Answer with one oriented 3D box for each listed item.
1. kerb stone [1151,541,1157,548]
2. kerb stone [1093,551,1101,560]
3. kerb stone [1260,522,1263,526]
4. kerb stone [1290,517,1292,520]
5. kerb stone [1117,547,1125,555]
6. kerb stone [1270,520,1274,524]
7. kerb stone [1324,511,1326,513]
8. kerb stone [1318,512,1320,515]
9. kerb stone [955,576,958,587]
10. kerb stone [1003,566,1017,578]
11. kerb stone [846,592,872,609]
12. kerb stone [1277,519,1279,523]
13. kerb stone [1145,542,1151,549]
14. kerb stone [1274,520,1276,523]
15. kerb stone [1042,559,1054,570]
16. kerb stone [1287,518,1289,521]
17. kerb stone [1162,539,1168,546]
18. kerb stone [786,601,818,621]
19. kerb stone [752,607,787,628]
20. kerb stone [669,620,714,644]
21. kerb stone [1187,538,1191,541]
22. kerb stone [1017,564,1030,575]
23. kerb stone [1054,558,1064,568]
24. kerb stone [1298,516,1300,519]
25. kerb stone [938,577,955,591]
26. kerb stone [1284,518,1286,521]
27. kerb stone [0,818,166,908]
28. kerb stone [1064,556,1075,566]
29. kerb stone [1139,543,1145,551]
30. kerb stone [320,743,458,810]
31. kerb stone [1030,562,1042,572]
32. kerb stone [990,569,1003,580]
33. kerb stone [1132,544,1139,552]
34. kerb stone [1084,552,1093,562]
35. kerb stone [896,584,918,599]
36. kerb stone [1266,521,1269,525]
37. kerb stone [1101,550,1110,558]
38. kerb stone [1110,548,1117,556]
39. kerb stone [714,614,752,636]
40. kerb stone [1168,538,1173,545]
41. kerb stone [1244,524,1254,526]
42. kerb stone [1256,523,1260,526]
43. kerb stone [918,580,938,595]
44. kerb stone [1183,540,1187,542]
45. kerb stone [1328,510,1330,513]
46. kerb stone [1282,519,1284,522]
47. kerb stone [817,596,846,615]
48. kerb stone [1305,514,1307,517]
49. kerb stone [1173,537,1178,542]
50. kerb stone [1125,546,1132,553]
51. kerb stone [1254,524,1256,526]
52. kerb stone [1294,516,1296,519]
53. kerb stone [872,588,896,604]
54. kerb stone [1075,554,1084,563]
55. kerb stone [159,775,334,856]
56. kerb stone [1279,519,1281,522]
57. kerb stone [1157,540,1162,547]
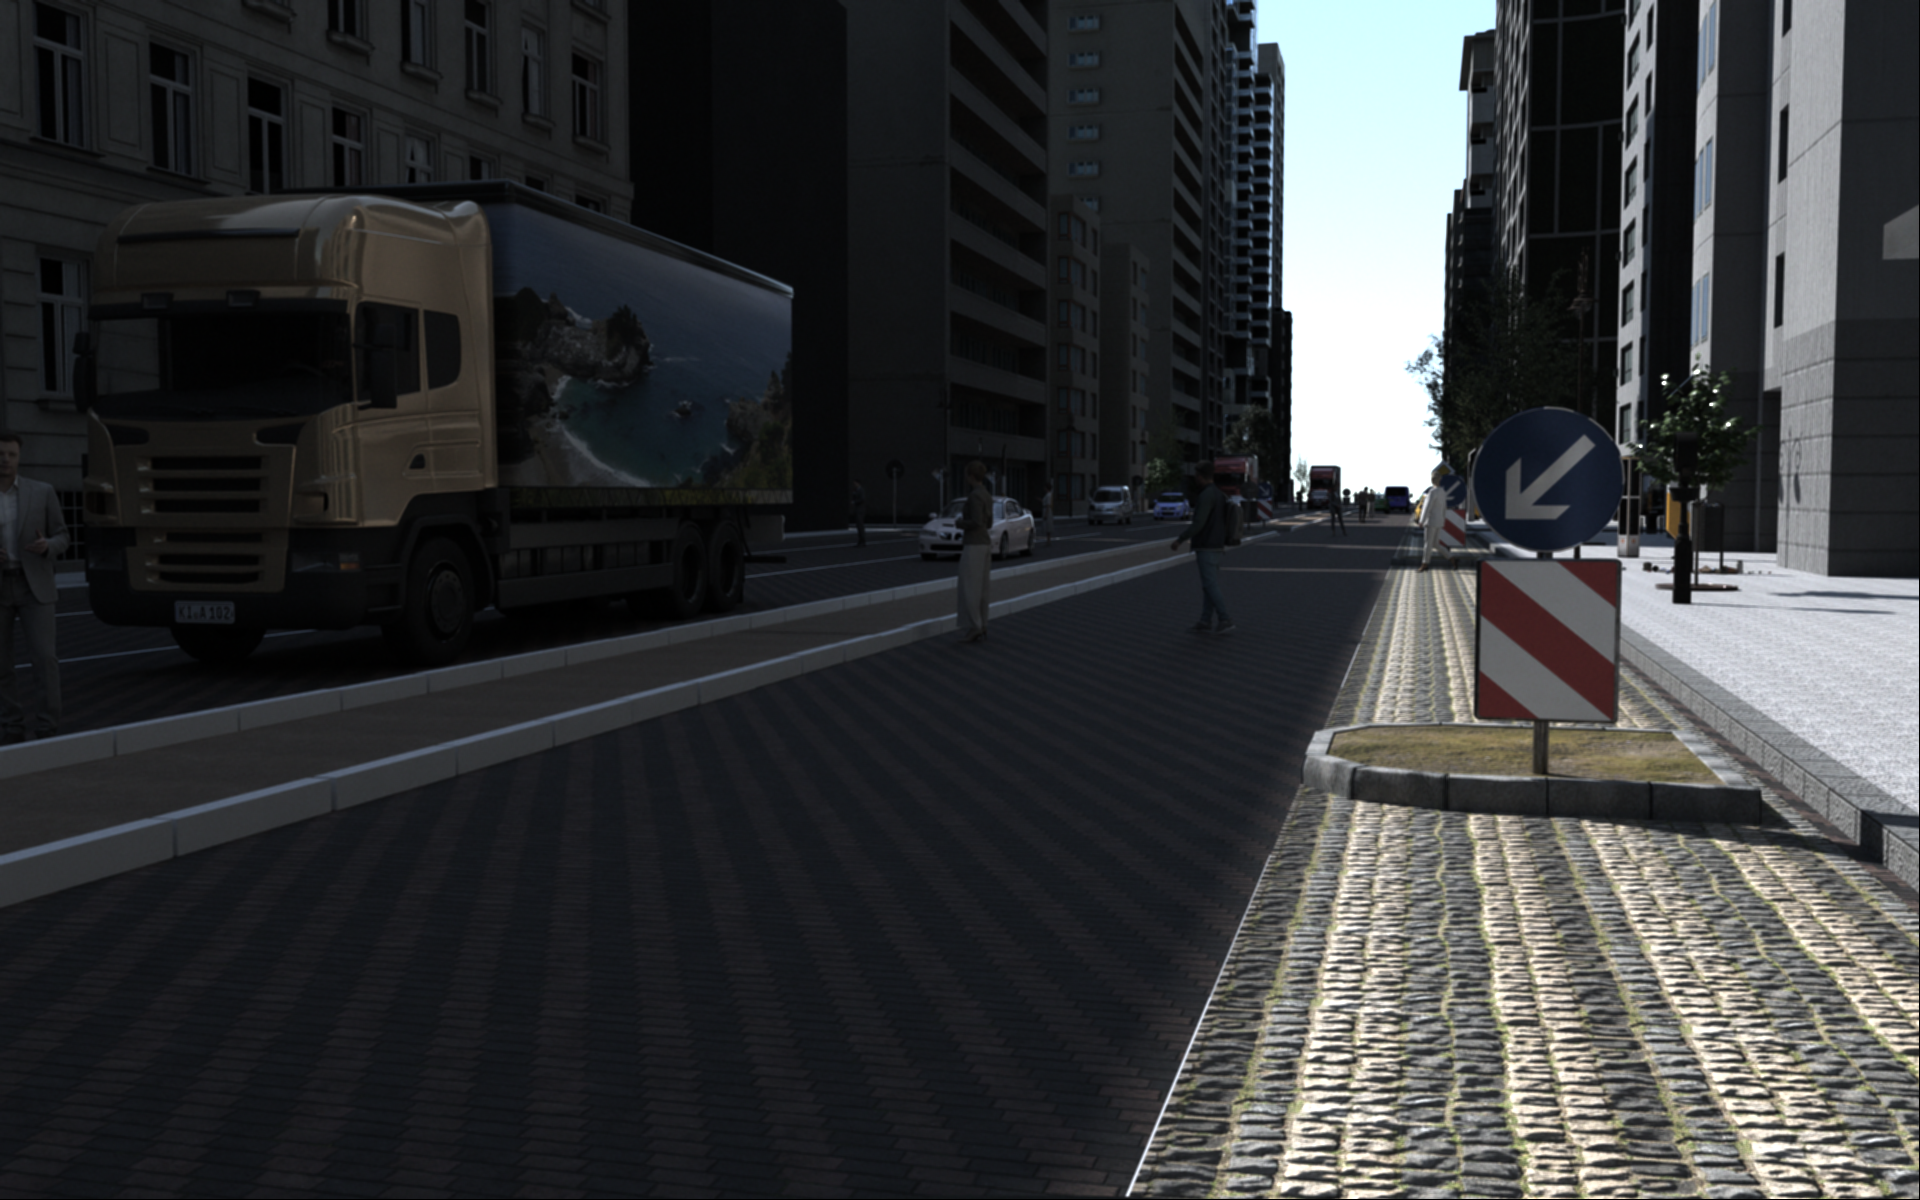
[{"bbox_3d":[4.988,-1.431,45.589,0.120,0.150,1.000,1,4,15],"label":"kerb stone"},{"bbox_3d":[2.872,-0.945,37.652,0.120,0.150,1.000,1,4,15],"label":"kerb stone"},{"bbox_3d":[13.022,-3.277,75.775,0.120,0.150,1.000,1,4,15],"label":"kerb stone"},{"bbox_3d":[17.498,-4.306,92.599,0.120,0.150,1.000,1,4,15],"label":"kerb stone"},{"bbox_3d":[3.667,-1.127,40.630,0.120,0.150,1.000,1,4,15],"label":"kerb stone"},{"bbox_3d":[14.592,-3.640,81.712,0.120,0.150,1.000,1,4,15],"label":"kerb stone"},{"bbox_3d":[26.211,-6.301,125.336,0.120,0.150,1.000,1,4,15],"label":"kerb stone"},{"bbox_3d":[24.359,-5.885,118.413,0.120,0.150,1.000,1,4,15],"label":"kerb stone"},{"bbox_3d":[-0.028,-0.279,26.763,0.120,0.150,1.000,1,4,15],"label":"kerb stone"},{"bbox_3d":[0.759,-0.459,29.728,0.120,0.150,1.000,1,4,15],"label":"kerb stone"},{"bbox_3d":[-1.354,0.024,21.802,0.120,0.150,1.000,1,4,15],"label":"kerb stone"},{"bbox_3d":[15.393,-3.820,84.675,0.120,0.150,1.000,1,4,15],"label":"kerb stone"},{"bbox_3d":[4.721,-1.370,44.595,0.120,0.150,1.000,1,4,15],"label":"kerb stone"},{"bbox_3d":[14.858,-3.701,82.702,0.120,0.150,1.000,1,4,15],"label":"kerb stone"},{"bbox_3d":[1.559,-0.643,32.702,0.120,0.150,1.000,1,4,15],"label":"kerb stone"},{"bbox_3d":[16.973,-4.182,90.621,0.120,0.150,1.000,1,4,15],"label":"kerb stone"},{"bbox_3d":[5.513,-1.551,47.565,0.120,0.150,1.000,1,4,15],"label":"kerb stone"},{"bbox_3d":[-1.876,0.145,19.825,0.120,0.150,1.000,1,4,15],"label":"kerb stone"},{"bbox_3d":[-2.140,0.210,18.835,0.120,0.150,1.000,1,4,15],"label":"kerb stone"},{"bbox_3d":[-2.672,0.327,16.850,0.120,0.150,1.000,1,4,15],"label":"kerb stone"},{"bbox_3d":[6.824,-1.853,52.515,0.120,0.150,1.000,1,4,15],"label":"kerb stone"},{"bbox_3d":[1.027,-0.515,30.715,0.120,0.150,1.000,1,4,15],"label":"kerb stone"},{"bbox_3d":[1.815,-0.703,33.692,0.120,0.150,1.000,1,4,15],"label":"kerb stone"},{"bbox_3d":[19.086,-4.669,98.559,0.120,0.150,1.000,1,4,15],"label":"kerb stone"},{"bbox_3d":[-0.295,-0.217,25.767,0.120,0.150,1.000,1,4,15],"label":"kerb stone"},{"bbox_3d":[16.443,-4.061,88.646,0.120,0.150,1.000,1,4,15],"label":"kerb stone"},{"bbox_3d":[-3.288,0.969,6.357,0.120,0.150,1.000,1,4,15],"label":"kerb stone"},{"bbox_3d":[2.089,-0.763,34.677,0.120,0.150,1.000,1,4,15],"label":"kerb stone"},{"bbox_3d":[4.452,-1.310,43.608,0.120,0.150,1.000,1,4,15],"label":"kerb stone"},{"bbox_3d":[-2.750,0.848,8.337,0.120,0.150,1.000,1,4,15],"label":"kerb stone"},{"bbox_3d":[1.293,-0.582,31.707,0.120,0.150,1.000,1,4,15],"label":"kerb stone"},{"bbox_3d":[0.496,-0.396,28.740,0.120,0.150,1.000,1,4,15],"label":"kerb stone"},{"bbox_3d":[4.195,-1.245,42.607,0.120,0.150,1.000,1,4,15],"label":"kerb stone"},{"bbox_3d":[2.608,-0.885,36.662,0.120,0.150,1.000,1,4,15],"label":"kerb stone"},{"bbox_3d":[-0.814,-0.097,23.784,0.120,0.150,1.000,1,4,15],"label":"kerb stone"},{"bbox_3d":[13.809,-3.459,78.742,0.120,0.150,1.000,1,4,15],"label":"kerb stone"},{"bbox_3d":[3.141,-0.999,38.653,0.120,0.150,1.000,1,4,15],"label":"kerb stone"},{"bbox_3d":[3.399,-1.065,39.643,0.120,0.150,1.000,1,4,15],"label":"kerb stone"},{"bbox_3d":[-2.409,0.266,17.846,0.120,0.150,1.000,1,4,15],"label":"kerb stone"},{"bbox_3d":[5.772,-1.608,48.555,0.120,0.150,1.000,1,4,15],"label":"kerb stone"},{"bbox_3d":[11.963,-3.033,71.823,0.120,0.150,1.000,1,4,15],"label":"kerb stone"},{"bbox_3d":[12.754,-3.216,74.789,0.120,0.150,1.000,1,4,15],"label":"kerb stone"},{"bbox_3d":[-0.551,-0.158,24.772,0.120,0.150,1.000,1,4,15],"label":"kerb stone"},{"bbox_3d":[6.564,-1.791,51.525,0.120,0.150,1.000,1,4,15],"label":"kerb stone"},{"bbox_3d":[27.525,-6.607,130.285,0.120,0.150,1.000,1,4,15],"label":"kerb stone"},{"bbox_3d":[16.183,-4.002,87.657,0.120,0.150,1.000,1,4,15],"label":"kerb stone"},{"bbox_3d":[-1.620,0.084,20.815,0.120,0.150,1.000,1,4,15],"label":"kerb stone"},{"bbox_3d":[20.667,-5.034,104.509,0.120,0.150,1.000,1,4,15],"label":"kerb stone"},{"bbox_3d":[6.033,-1.671,49.546,0.120,0.150,1.000,1,4,15],"label":"kerb stone"},{"bbox_3d":[3.929,-1.187,41.618,0.120,0.150,1.000,1,4,15],"label":"kerb stone"},{"bbox_3d":[12.227,-3.096,72.810,0.120,0.150,1.000,1,4,15],"label":"kerb stone"},{"bbox_3d":[18.284,-4.488,95.573,0.120,0.150,1.000,1,4,15],"label":"kerb stone"},{"bbox_3d":[-1.086,-0.036,22.788,0.120,0.150,1.000,1,4,15],"label":"kerb stone"},{"bbox_3d":[2.344,-0.824,35.670,0.120,0.150,1.000,1,4,15],"label":"kerb stone"},{"bbox_3d":[-3.024,0.910,7.346,0.120,0.150,1.000,1,4,15],"label":"kerb stone"},{"bbox_3d":[15.650,-3.882,85.671,0.120,0.150,1.000,1,4,15],"label":"kerb stone"},{"bbox_3d":[5.240,-1.490,46.580,0.120,0.150,1.000,1,4,15],"label":"kerb stone"}]
